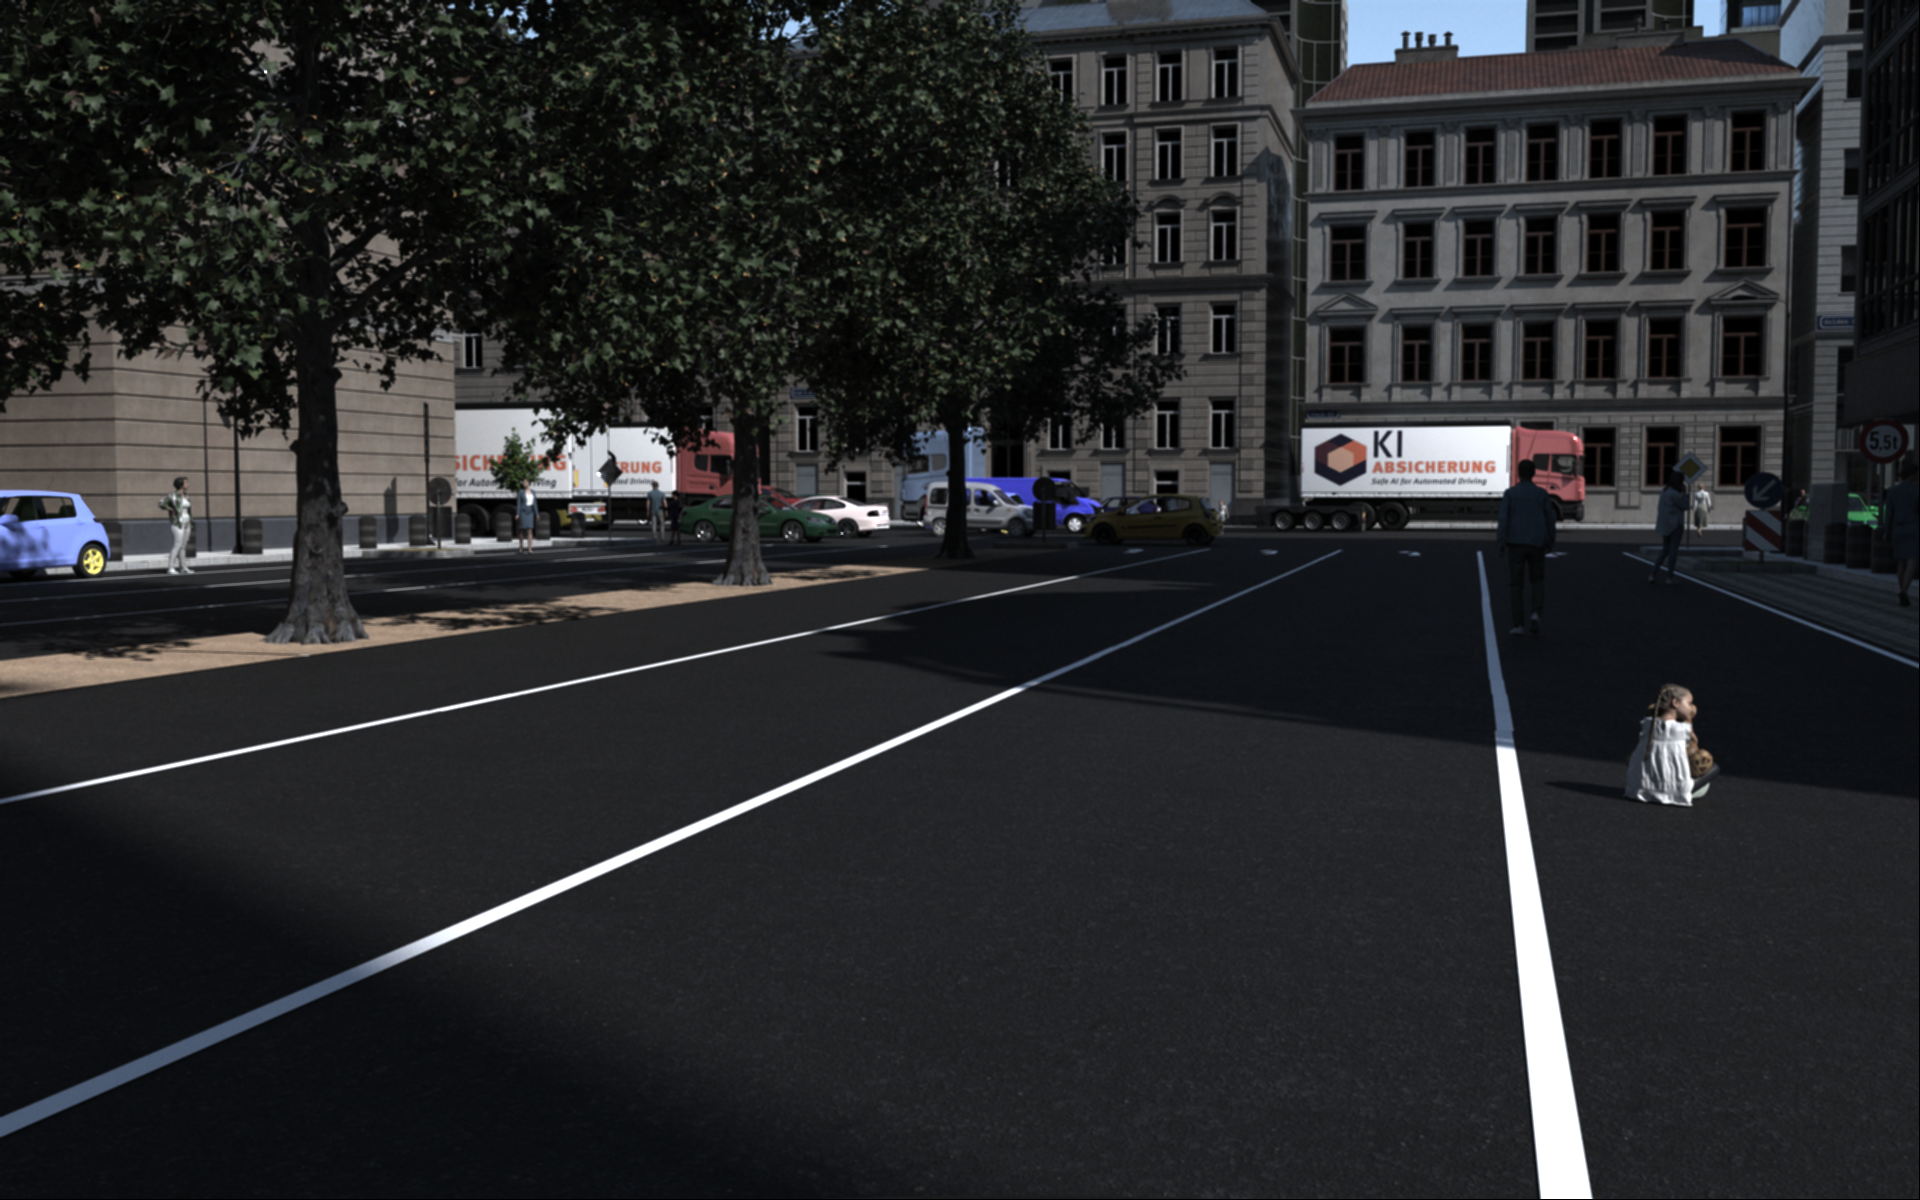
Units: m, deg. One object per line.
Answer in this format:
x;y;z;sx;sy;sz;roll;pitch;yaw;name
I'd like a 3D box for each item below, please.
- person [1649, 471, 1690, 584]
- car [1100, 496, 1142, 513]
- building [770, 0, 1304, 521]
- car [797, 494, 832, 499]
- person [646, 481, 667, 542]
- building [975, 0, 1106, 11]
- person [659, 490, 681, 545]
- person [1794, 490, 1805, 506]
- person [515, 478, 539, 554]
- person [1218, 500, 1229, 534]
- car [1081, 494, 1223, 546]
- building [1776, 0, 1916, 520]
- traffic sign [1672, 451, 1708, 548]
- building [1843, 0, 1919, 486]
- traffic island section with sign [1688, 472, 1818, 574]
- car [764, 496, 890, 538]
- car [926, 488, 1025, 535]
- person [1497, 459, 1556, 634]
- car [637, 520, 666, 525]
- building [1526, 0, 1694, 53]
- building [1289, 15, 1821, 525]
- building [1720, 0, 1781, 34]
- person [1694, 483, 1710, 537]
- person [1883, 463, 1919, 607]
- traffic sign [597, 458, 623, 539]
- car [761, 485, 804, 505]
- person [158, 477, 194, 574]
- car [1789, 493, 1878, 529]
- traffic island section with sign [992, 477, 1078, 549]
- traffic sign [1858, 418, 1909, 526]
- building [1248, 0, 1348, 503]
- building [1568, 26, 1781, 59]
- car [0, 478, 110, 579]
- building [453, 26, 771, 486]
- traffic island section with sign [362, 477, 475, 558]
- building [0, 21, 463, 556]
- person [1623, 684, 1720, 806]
11.318;-1.155;27.651;0.793;1.790;0.793;-3;5;-42;person
6.705;-3.788;74.509;3.894;1.354;1.945;1;4;15;car
3.788;-17.701;86.669;25.104;27.353;12.463;1;4;16;building
-7.023;-4.135;79.399;4.920;1.459;2.131;1;4;16;car
-9.018;-2.627;51.587;0.598;1.807;0.434;0;4;2;person
15.277;-39.921;194.699;28.212;58.520;21.231;1;4;16;building
-8.093;-2.301;48.490;0.546;1.535;0.453;-3;4;-39;person
28.369;-2.921;58.316;0.516;1.574;0.319;3;4;38;person
-10.349;-2.009;41.368;0.581;1.822;0.654;-1;4;-22;person
9.486;-2.988;62.367;0.505;1.210;0.382;3;5;39;person
5.411;-2.370;48.968;3.980;1.641;2.015;1;4;18;car
50.646;-17.977;71.411;29.804;29.767;11.434;1;4;16;building
17.200;-2.277;40.877;0.795;2.450;0.064;1;4;16;traffic sign
23.084;-14.146;24.788;14.314;27.812;24.014;1;4;16;building
14.625;-1.433;32.051;1.989;1.847;2.006;1;4;16;traffic island section with sign
-4.709;-2.747;57.281;4.827;1.381;2.083;1;4;15;car
0.621;-3.171;61.434;3.694;1.707;1.945;1;4;17;car
5.744;-0.534;17.574;0.601;1.785;0.444;1;4;11;person
-15.677;-4.435;81.557;4.494;1.783;2.155;1;4;18;car
85.926;-48.491;231.079;20.611;71.187;20.563;1;4;16;building
26.179;-14.836;78.723;21.152;22.565;11.583;1;4;16;building
111.127;-55.756;224.287;31.000;86.520;22.319;1;4;16;building
24.607;-2.984;57.515;0.478;1.798;0.641;3;5;42;person
12.047;-0.829;22.080;0.654;1.822;0.581;-3;4;-37;person
-9.887;-2.766;48.865;0.795;2.450;0.064;1;4;16;traffic sign
-8.163;-3.941;73.102;5.304;1.827;2.281;1;4;16;car
-14.049;-1.342;31.159;0.376;1.734;0.841;1;4;13;person
24.148;-2.394;47.941;1.959;1.807;4.718;1;4;18;car
2.072;-2.295;45.655;2.006;1.907;1.989;1;4;16;traffic island section with sign
15.543;-1.780;29.212;0.768;2.556;0.104;1;4;21;traffic sign
42.952;-49.259;243.642;20.611;71.187;20.563;1;4;16;building
72.681;-33.882;177.677;21.300;48.544;21.600;1;4;16;building
-15.819;-1.144;28.294;1.945;1.707;3.694;1;4;17;car
-20.803;-18.040;92.223;25.104;27.353;12.463;1;4;16;building
-12.278;-1.903;39.739;1.989;1.847;2.006;1;4;16;traffic island section with sign
-24.918;-15.784;43.970;20.117;28.700;13.634;1;4;16;building
3.327;0.665;8.104;0.381;0.543;0.357;3;5;39;person
